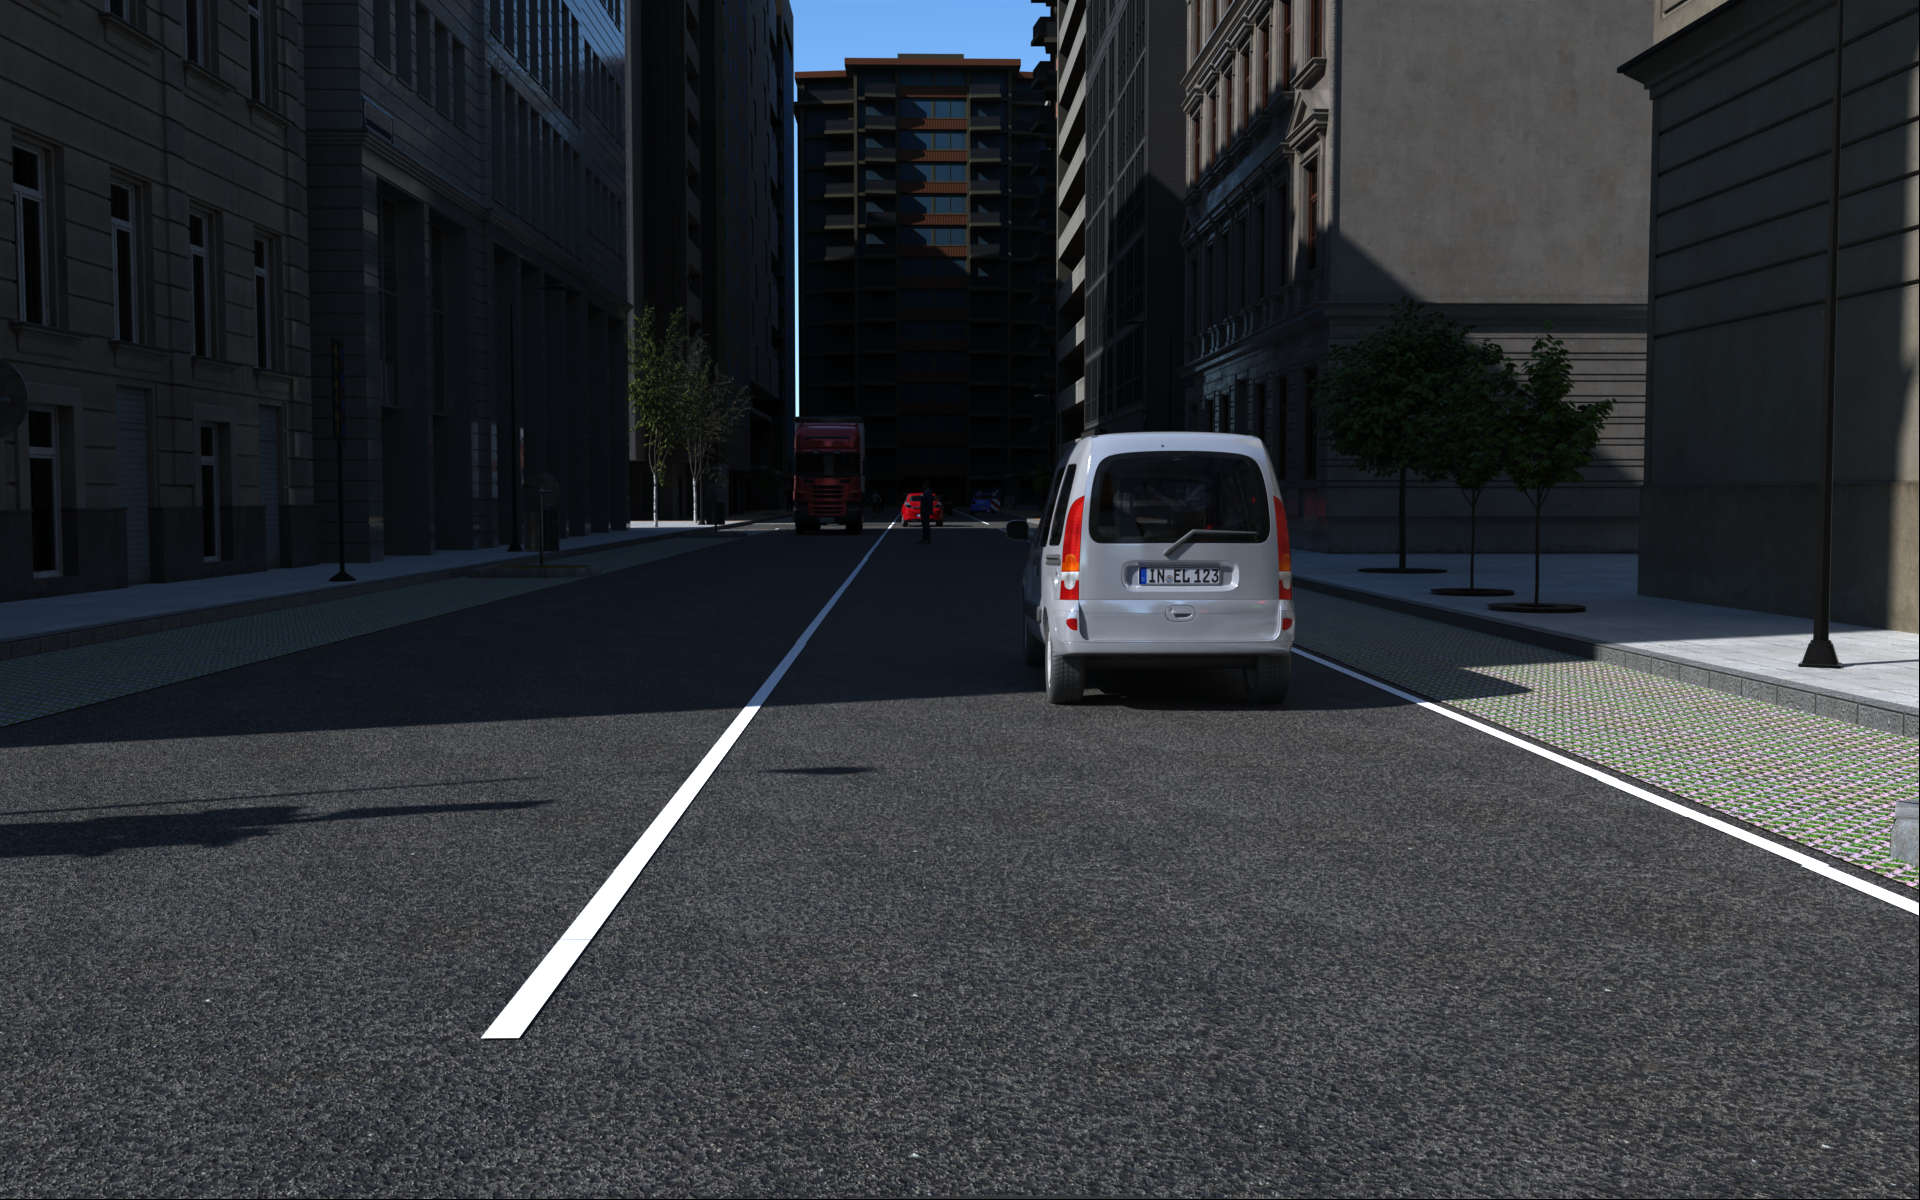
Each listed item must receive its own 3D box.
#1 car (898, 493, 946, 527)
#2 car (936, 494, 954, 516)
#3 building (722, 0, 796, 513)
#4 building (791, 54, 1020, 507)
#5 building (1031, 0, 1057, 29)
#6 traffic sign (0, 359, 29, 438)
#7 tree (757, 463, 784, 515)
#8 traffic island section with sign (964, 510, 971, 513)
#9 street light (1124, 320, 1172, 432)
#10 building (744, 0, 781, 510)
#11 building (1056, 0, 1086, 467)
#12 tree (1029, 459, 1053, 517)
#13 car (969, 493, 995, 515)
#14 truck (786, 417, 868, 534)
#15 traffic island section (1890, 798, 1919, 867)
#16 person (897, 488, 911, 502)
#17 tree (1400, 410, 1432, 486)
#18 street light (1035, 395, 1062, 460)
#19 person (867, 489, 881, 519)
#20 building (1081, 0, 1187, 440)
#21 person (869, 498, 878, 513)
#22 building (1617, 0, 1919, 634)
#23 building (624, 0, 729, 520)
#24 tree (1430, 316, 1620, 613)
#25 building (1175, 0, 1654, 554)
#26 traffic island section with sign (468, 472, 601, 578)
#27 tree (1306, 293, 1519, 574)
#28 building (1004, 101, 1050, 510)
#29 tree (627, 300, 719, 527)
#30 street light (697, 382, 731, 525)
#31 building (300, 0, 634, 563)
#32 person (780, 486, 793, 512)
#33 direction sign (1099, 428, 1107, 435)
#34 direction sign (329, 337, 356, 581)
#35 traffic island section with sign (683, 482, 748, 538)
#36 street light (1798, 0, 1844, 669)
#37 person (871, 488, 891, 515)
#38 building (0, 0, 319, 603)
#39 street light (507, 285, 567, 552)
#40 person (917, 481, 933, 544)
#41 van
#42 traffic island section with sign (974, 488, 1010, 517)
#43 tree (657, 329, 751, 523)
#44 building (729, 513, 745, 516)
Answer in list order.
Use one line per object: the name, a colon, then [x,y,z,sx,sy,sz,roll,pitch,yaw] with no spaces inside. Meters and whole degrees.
car: [-1.695,-4.179,77.366,2.155,1.783,4.494,0,4,-3]
car: [-1.369,-6.385,114.185,2.009,1.686,4.222,0,4,-2]
building: [-21.624,-30.390,146.982,14.200,45.320,14.600,0,4,-1]
building: [-3.658,-31.852,175.399,28.867,44.769,22.147,0,4,-1]
building: [16.193,-28.285,117.085,22.147,44.769,28.867,0,4,-1]
traffic sign: [-9.012,-0.976,16.062,0.768,2.556,0.104,0,4,1]
tree: [-11.758,-6.929,107.883,1.663,3.219,1.824,0,3,0]
traffic island section with sign: [1.347,-7.741,135.200,1.989,1.847,2.006,0,4,-1]
street light: [5.086,-4.517,46.387,1.470,5.913,1.316,0,4,-1]
building: [-27.190,-32.605,122.337,28.713,52.752,27.495,0,4,-1]
building: [16.637,-28.629,91.786,21.300,48.544,21.600,0,4,-1]
tree: [4.474,-6.168,95.455,1.663,3.219,1.824,0,3,0]
car: [1.576,-6.684,118.872,1.945,1.707,3.694,0,3,0]
truck: [-4.839,-4.649,64.928,2.839,4.237,11.283,0,4,-3]
traffic island section: [4.678,0.997,5.975,2.009,0.180,2.903,0,4,-1]
person: [-3.199,-5.969,106.102,1.348,1.824,0.705,0,4,3]
tree: [6.442,-1.686,22.164,1.663,3.219,1.824,0,3,0]
street light: [4.181,-6.635,81.020,1.470,5.913,1.316,0,4,-1]
person: [-4.961,-5.547,99.986,1.217,1.735,0.721,3,5,42]
building: [12.995,-16.831,68.690,14.314,27.812,24.014,0,4,-1]
person: [-6.515,-7.368,132.229,1.065,1.426,0.557,2,4,29]
building: [23.039,-11.082,14.468,30.059,22.955,16.112,0,4,-1]
building: [-19.565,-19.305,87.346,14.160,30.474,14.107,0,4,-1]
tree: [6.425,-1.488,18.924,1.663,3.219,1.824,0,3,0]
building: [12.598,-12.852,46.290,11.583,22.565,21.152,0,4,-1]
traffic island section with sign: [-7.373,-1.324,30.281,1.989,1.847,2.006,0,4,-1]
tree: [7.401,-2.740,28.507,4.285,4.588,4.351,0,3,0]
building: [20.101,-27.635,143.714,32.217,40.220,23.993,0,4,-1]
tree: [-11.548,-7.126,66.866,4.737,8.622,4.395,0,3,0]
street light: [-10.223,-6.088,72.087,1.470,5.913,1.316,0,4,-1]
building: [-16.720,-16.413,45.840,11.434,29.767,29.804,0,4,-1]
person: [-12.084,-7.142,122.831,1.348,1.821,0.705,0,4,-7]
direction sign: [4.956,-4.163,60.054,0.379,3.537,0.876,1,4,19]
direction sign: [-9.125,-2.048,25.486,0.379,3.537,0.876,-1,4,-10]
traffic island section with sign: [-8.073,-2.980,57.356,1.989,1.847,2.006,0,4,-1]
street light: [5.866,-2.457,12.714,1.470,5.913,1.316,0,4,-1]
person: [-5.422,-6.780,118.991,1.348,1.869,0.705,0,4,6]
building: [-16.898,-13.515,18.226,12.463,27.353,25.104,0,4,-1]
street light: [-9.405,-4.037,38.552,1.470,5.913,1.316,0,4,-1]
person: [-0.973,-2.531,50.064,0.419,1.800,0.721,-1,4,-16]
van: [1.382,-0.379,13.201,2.013,2.044,4.112,0,4,-1]
traffic island section with sign: [2.060,-6.059,107.696,1.989,1.847,2.006,0,4,-1]
tree: [-11.629,-7.736,76.854,4.360,8.622,3.978,0,3,0]
building: [-20.059,-27.626,101.792,14.600,45.320,14.200,0,4,-1]
